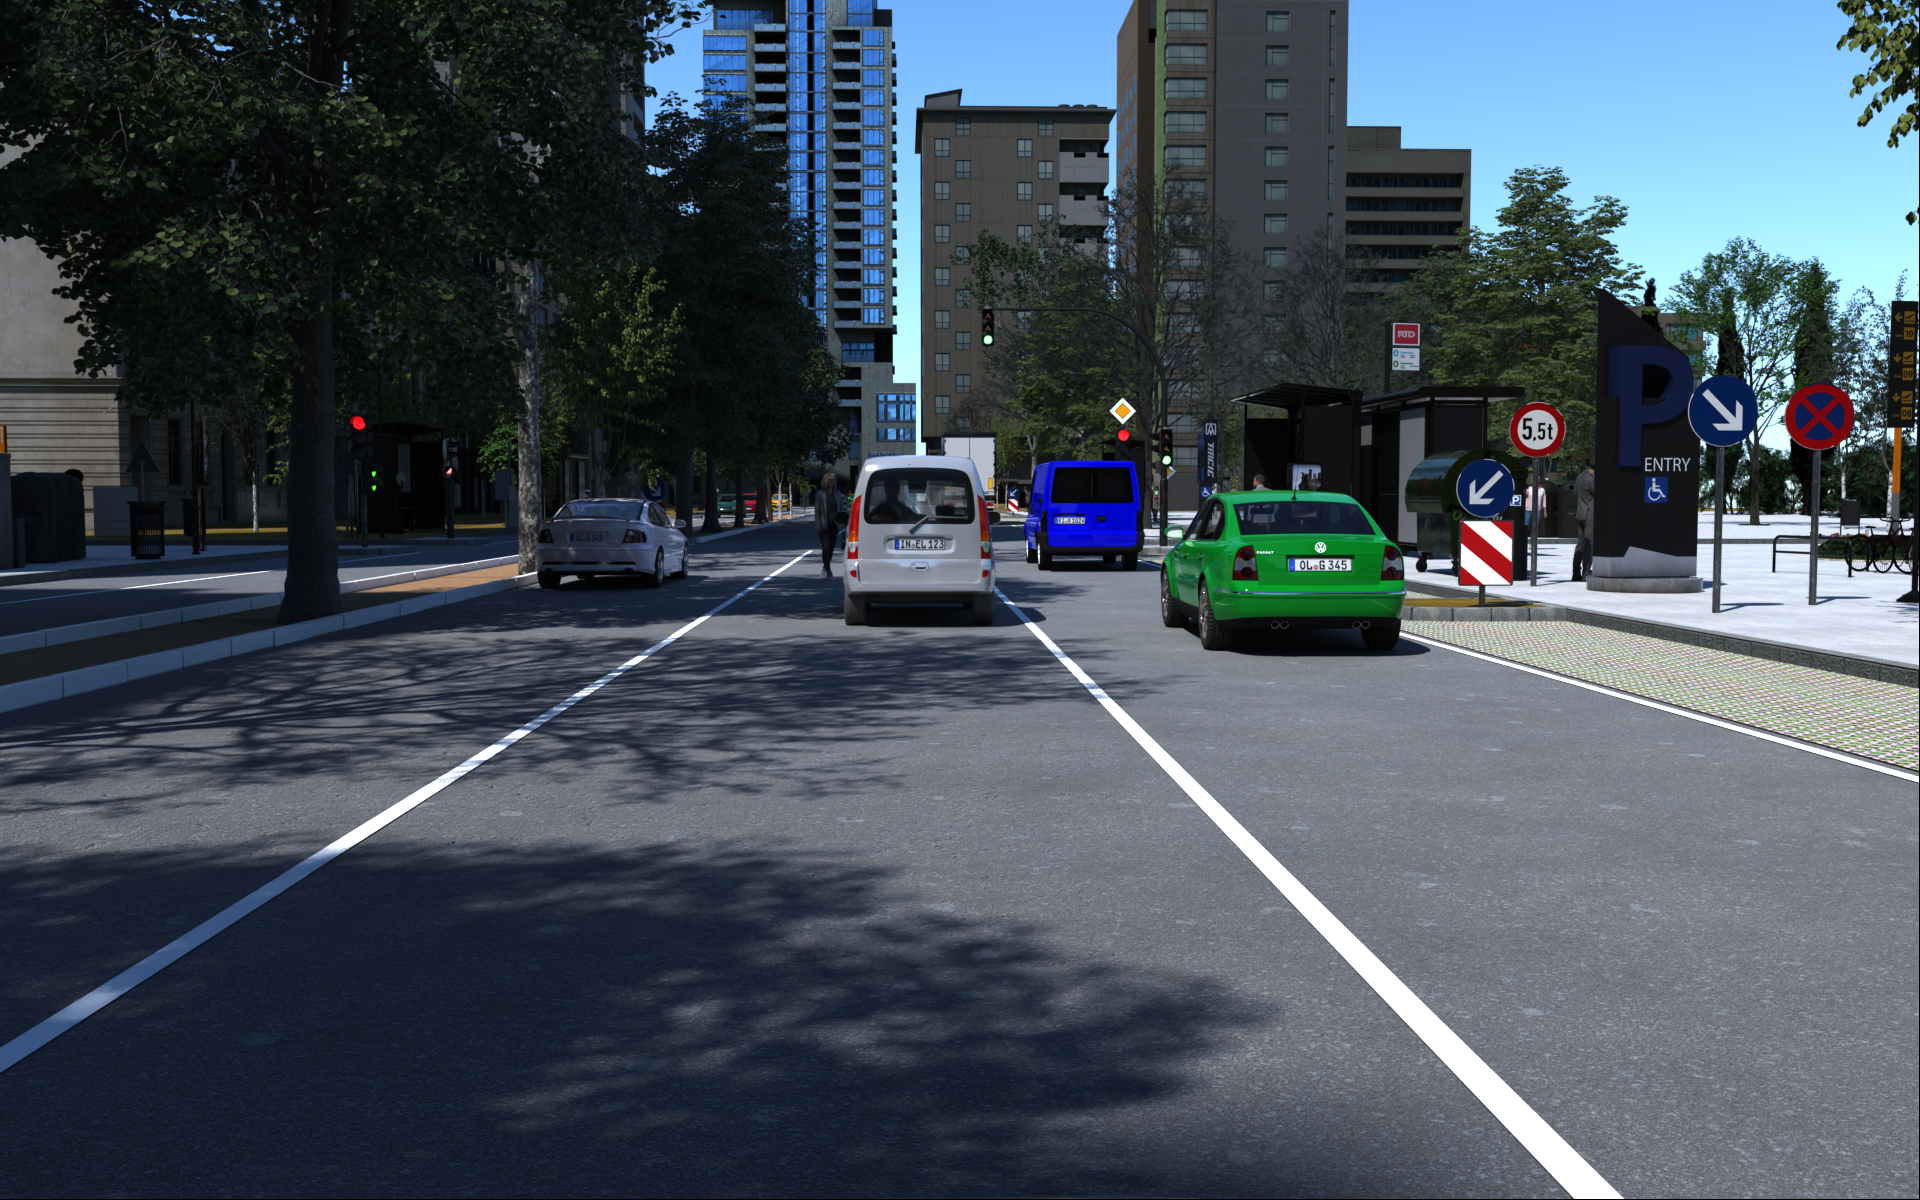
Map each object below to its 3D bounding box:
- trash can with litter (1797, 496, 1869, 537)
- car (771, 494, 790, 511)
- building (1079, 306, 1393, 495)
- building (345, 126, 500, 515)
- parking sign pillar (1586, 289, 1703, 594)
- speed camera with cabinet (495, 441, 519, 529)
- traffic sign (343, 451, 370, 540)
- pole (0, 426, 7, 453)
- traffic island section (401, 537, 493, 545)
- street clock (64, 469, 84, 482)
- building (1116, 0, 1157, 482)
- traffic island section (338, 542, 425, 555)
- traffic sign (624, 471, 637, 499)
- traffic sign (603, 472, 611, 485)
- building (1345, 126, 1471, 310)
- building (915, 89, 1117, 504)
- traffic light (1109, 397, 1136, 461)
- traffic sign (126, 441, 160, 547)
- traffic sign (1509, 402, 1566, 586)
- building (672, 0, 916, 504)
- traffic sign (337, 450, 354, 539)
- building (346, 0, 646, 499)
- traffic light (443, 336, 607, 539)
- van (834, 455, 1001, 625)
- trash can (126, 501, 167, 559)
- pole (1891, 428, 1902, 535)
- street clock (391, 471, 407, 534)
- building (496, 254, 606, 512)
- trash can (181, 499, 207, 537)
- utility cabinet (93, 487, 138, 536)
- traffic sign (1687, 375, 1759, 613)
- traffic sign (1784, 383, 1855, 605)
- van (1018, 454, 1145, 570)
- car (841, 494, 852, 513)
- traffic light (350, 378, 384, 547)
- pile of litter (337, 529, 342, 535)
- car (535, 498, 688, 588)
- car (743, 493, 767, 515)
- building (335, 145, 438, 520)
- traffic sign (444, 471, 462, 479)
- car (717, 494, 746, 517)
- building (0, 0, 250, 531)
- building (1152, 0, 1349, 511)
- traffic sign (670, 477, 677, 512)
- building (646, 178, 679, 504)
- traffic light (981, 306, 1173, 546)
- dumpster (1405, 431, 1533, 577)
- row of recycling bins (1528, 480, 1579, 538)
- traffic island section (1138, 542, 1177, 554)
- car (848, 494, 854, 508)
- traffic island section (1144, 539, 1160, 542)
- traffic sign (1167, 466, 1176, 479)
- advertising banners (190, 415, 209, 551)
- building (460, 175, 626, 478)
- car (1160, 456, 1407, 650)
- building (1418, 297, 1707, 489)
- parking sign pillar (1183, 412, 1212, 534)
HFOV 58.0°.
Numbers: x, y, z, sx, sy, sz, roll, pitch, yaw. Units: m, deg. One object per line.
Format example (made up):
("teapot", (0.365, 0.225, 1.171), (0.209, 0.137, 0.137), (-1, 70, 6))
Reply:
("trash can with litter", (26.251, -2.494, 51.842), (2.233, 1.210, 1.678), (3, 5, 41))
("car", (-15.414, -8.445, 148.296), (2.015, 1.641, 3.980), (0, 4, -3))
("building", (27.473, -20.298, 176.908), (27.650, 21.520, 28.899), (0, 4, -2))
("building", (-37.238, -17.099, 109.248), (12.332, 23.373, 15.834), (0, 4, -2))
("parking sign pillar", (9.095, -2.106, 22.910), (1.447, 3.967, 1.447), (-1, 4, -13))
("speed camera with cabinet", (-16.931, -4.339, 65.273), (0.660, 3.252, 2.038), (0, 4, 4))
("traffic sign", (-16.960, -2.972, 48.701), (0.768, 2.556, 0.104), (0, 4, -1))
("pole", (-28.460, -3.532, 51.587), (0.158, 3.312, 0.155), (0, 3, 0))
("traffic island section", (-14.688, -1.689, 49.889), (2.009, 0.180, 2.903), (0, 4, -2))
("street clock", (-25.512, -2.772, 49.892), (0.471, 2.002, 0.358), (0, 4, -7))
("building", (21.556, -30.782, 153.396), (14.600, 45.320, 14.200), (0, 4, -2))
("traffic island section", (-14.418, -1.200, 41.908), (2.009, 0.180, 2.903), (0, 4, -2))
("traffic sign", (-18.255, -5.865, 95.990), (0.768, 2.556, 0.104), (0, 4, 2))
("traffic sign", (-20.948, -6.242, 102.162), (0.768, 2.556, 0.104), (0, 4, -1))
("building", (54.062, -37.167, 231.375), (21.600, 48.544, 21.300), (0, 4, -2))
("building", (7.786, -39.451, 234.262), (27.495, 52.752, 28.713), (0, 4, -2))
("traffic light", (4.702, -3.762, 50.424), (0.839, 4.253, 0.868), (0, 4, -2))
("traffic sign", (-19.910, -2.582, 42.211), (0.884, 2.594, 0.081), (0, 4, 7))
("traffic sign", (7.981, -1.463, 24.024), (0.768, 2.556, 0.104), (0, 4, 4))
("building", (-21.445, -56.041, 228.946), (31.000, 86.520, 22.319), (0, 4, -2))
("traffic sign", (-17.487, -3.036, 49.739), (0.768, 2.556, 0.104), (0, 4, -1))
("building", (-46.965, -38.896, 177.954), (28.212, 58.520, 21.231), (0, 4, -2))
("traffic light", (-12.560, -4.599, 49.861), (4.771, 5.953, 1.251), (0, 4, -2))
("van", (-0.494, -0.813, 20.312), (2.013, 2.044, 4.112), (0, 4, -2))
("trash can", (-16.022, -1.376, 34.146), (0.748, 1.137, 0.748), (0, 3, 0))
("pole", (22.357, -2.905, 41.339), (0.158, 3.312, 0.155), (0, 3, 0))
("street clock", (-17.827, -3.088, 55.056), (0.358, 2.002, 0.471), (2, 4, 24))
("building", (-44.827, -17.977, 138.969), (27.650, 21.520, 28.899), (0, 4, -2))
("trash can", (-23.025, -2.472, 52.075), (0.748, 1.137, 0.748), (0, 3, 0))
("utility cabinet", (-25.380, -2.655, 52.091), (1.173, 1.500, 0.318), (-1, 4, -14))
("traffic sign", (8.169, -1.133, 18.635), (0.768, 2.556, 0.104), (0, 4, -1))
("traffic sign", (9.849, -1.213, 19.934), (0.768, 2.556, 0.104), (0, 4, 7))
("van", (2.355, -1.824, 34.199), (2.240, 2.365, 5.245), (0, 4, -1))
("car", (-7.625, -5.718, 105.292), (2.131, 1.459, 4.920), (0, 4, -3))
("traffic light", (-14.377, -3.233, 41.775), (0.839, 4.253, 0.868), (0, 4, -2))
("pile of litter", (-20.097, -2.488, 54.640), (1.176, 0.858, 1.719), (0, 4, -2))
("car", (-5.525, -0.947, 27.837), (2.083, 1.381, 4.827), (0, 4, -1))
("car", (-13.675, -6.368, 113.161), (2.155, 1.783, 4.494), (0, 4, -1))
("building", (-35.207, -15.579, 90.872), (11.583, 22.565, 21.152), (0, 4, -2))
("traffic sign", (-18.423, -3.823, 62.507), (0.884, 2.594, 0.081), (0, 4, 2))
("car", (-13.982, -5.694, 104.890), (2.131, 1.459, 4.920), (0, 4, -3))
("building", (-34.802, -14.288, 69.762), (11.583, 22.565, 21.152), (0, 4, -2))
("building", (22.360, -27.835, 138.693), (14.154, 41.232, 14.086), (0, 4, -2))
("traffic sign", (-20.322, -7.550, 123.550), (0.768, 2.556, 0.104), (0, 4, 4))
("building", (-44.105, -33.140, 225.437), (14.086, 41.232, 14.154), (0, 4, -2))
("traffic light", (2.885, -4.132, 42.232), (4.771, 5.953, 1.251), (0, 4, -2))
("dumpster", (8.092, -1.532, 27.547), (1.502, 2.255, 1.985), (0, 4, -2))
("row of recycling bins", (16.887, -2.708, 51.390), (1.069, 1.692, 3.534), (-3, 5, -44))
("traffic island section", (5.013, -1.240, 42.559), (2.009, 0.180, 2.903), (0, 4, -2))
("car", (-10.593, -10.336, 177.786), (1.959, 1.807, 4.718), (0, 4, -2))
("traffic island section", (4.742, -1.728, 50.540), (2.009, 0.180, 2.903), (0, 4, -2))
("traffic sign", (8.352, -4.295, 69.955), (0.795, 2.593, 0.064), (0, 3, 0))
("advertising banners", (-17.151, -2.624, 39.089), (0.090, 3.025, 2.074), (-2, 4, -33))
("building", (-39.249, -23.782, 160.539), (14.160, 30.474, 14.107), (0, 4, -2))
("car", (3.098, -0.519, 17.287), (1.959, 1.807, 4.718), (0, 4, -1))
("building", (56.239, -20.407, 178.688), (28.899, 21.520, 27.650), (0, 4, -2))
("parking sign pillar", (7.966, -4.141, 56.174), (1.447, 3.967, 1.447), (0, 4, 6))
